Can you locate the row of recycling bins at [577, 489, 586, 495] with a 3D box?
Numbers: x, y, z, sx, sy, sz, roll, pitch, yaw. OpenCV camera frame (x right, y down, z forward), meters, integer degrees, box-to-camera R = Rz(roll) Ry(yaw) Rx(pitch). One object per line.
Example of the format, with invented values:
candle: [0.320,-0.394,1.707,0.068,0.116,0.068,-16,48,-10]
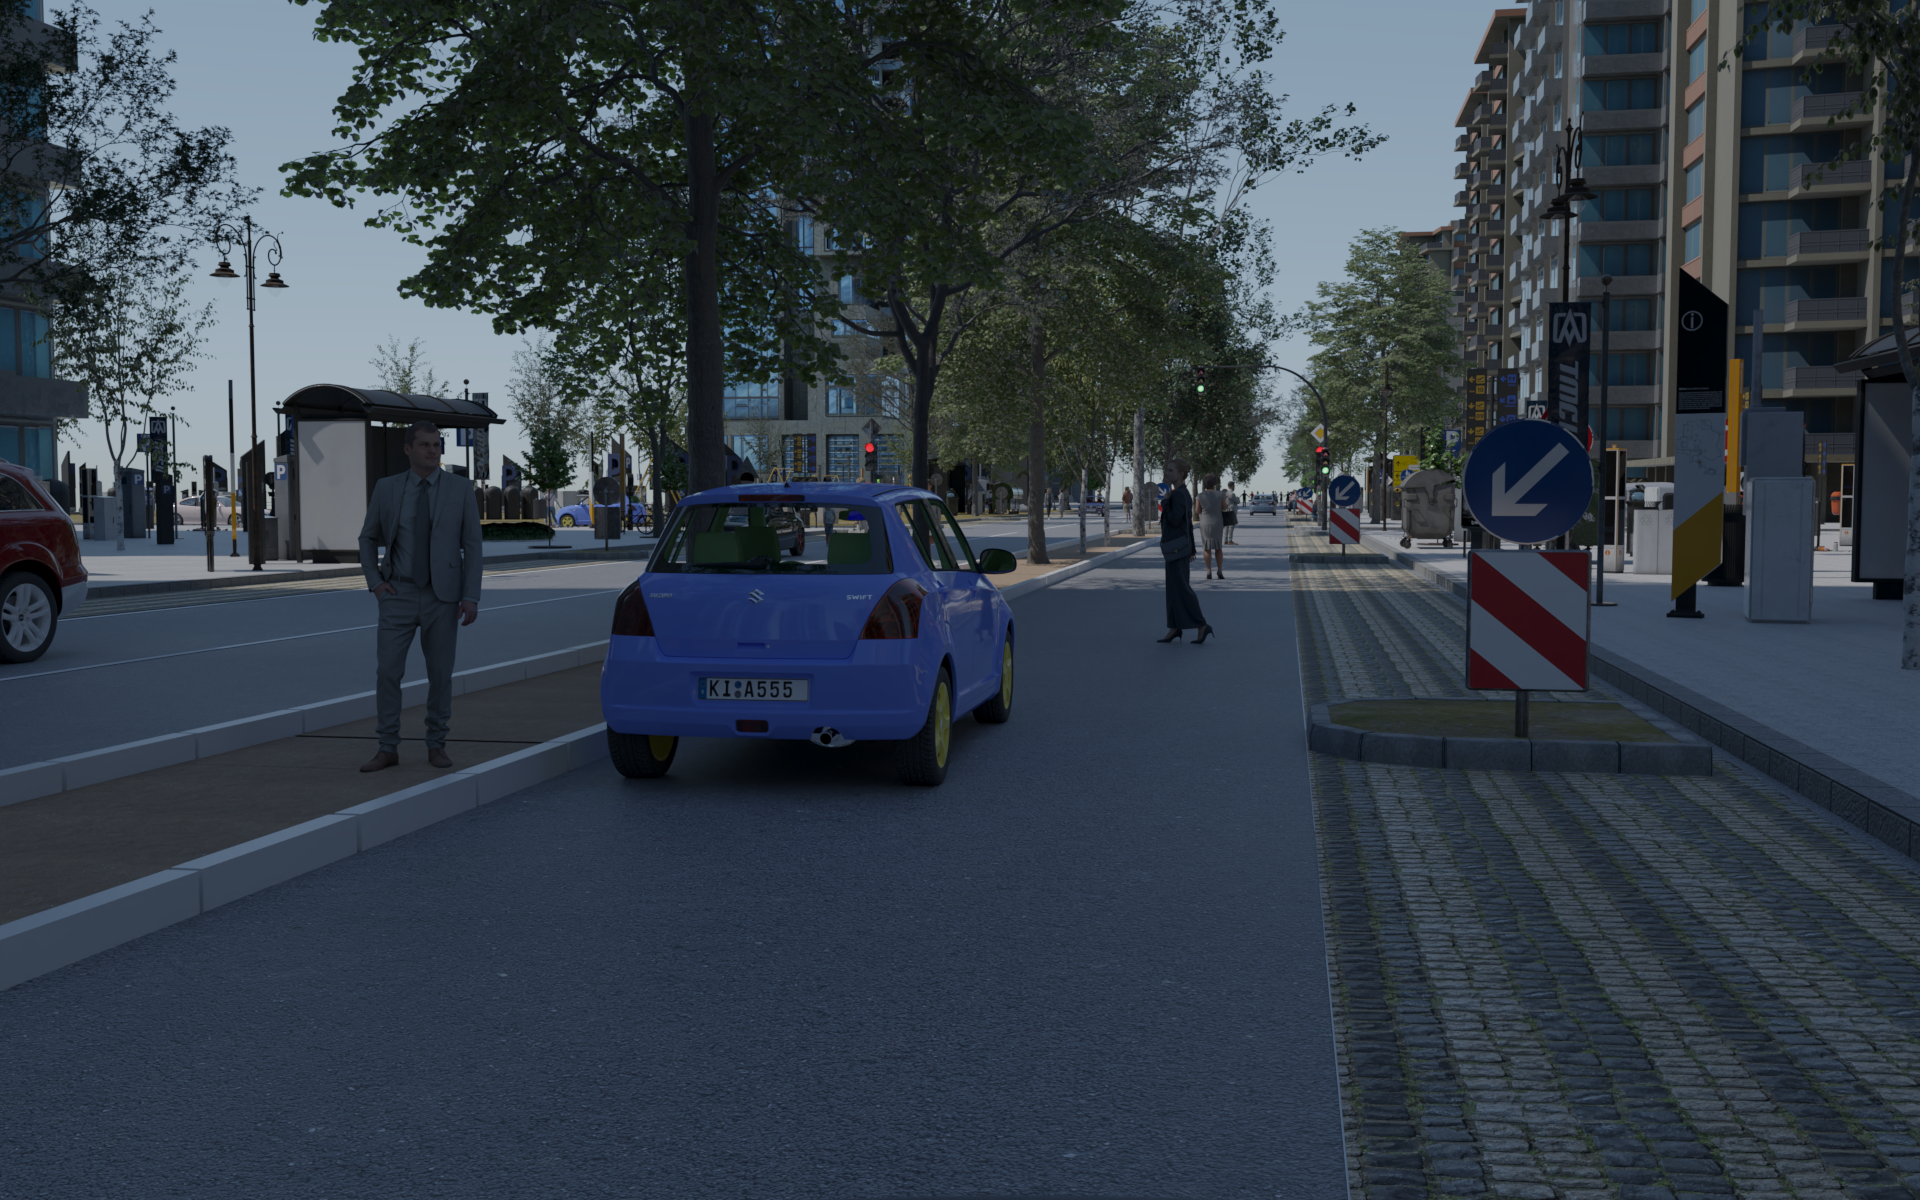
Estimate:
row of recycling bins: [-33.137,-8.865,152.058,1.069,1.692,3.534,-1,4,-19]

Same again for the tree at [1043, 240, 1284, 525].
tree: [9.040,-9.522,75.147,9.611,12.733,9.660,0,3,0]

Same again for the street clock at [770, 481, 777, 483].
street clock: [-10.223,-5.524,94.881,0.471,2.002,0.358,0,4,-2]

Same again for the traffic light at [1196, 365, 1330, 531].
traffic light: [10.725,-5.286,61.098,4.771,5.953,1.251,1,4,11]

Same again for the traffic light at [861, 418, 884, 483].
traffic light: [-3.241,-4.581,63.817,0.839,4.253,0.868,1,4,11]

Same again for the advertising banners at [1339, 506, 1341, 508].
advertising banners: [23.436,-6.751,106.560,0.090,3.025,2.074,1,4,17]

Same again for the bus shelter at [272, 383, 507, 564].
bus shelter: [-11.149,-2.478,34.443,2.014,3.302,5.546,1,4,10]

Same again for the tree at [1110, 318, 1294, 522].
tree: [12.192,-9.883,89.798,9.928,11.665,9.643,0,3,0]

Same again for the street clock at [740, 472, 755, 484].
street clock: [-7.011,-3.215,57.129,0.471,2.002,0.358,0,4,-4]

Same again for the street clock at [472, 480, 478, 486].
street clock: [-24.894,-5.149,88.760,0.358,2.002,0.471,0,4,5]

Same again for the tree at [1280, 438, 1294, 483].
tree: [57.336,-22.707,289.393,7.486,12.596,7.792,0,3,0]

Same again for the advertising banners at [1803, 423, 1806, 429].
advertising banners: [19.658,-2.836,42.552,2.074,3.025,0.090,0,4,8]

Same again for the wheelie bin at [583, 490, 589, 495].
wheelie bin: [-31.167,-8.393,145.134,0.980,1.594,0.693,-2,4,-23]

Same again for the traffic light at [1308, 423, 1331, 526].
traffic light: [14.261,-4.880,68.706,0.839,4.253,0.868,1,4,11]

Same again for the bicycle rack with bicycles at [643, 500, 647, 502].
bicycle rack with bicycles: [-20.351,-6.145,113.848,2.925,0.926,2.852,-1,4,-13]

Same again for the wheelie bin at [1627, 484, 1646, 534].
wheelie bin: [21.874,-2.927,55.764,0.693,1.594,0.980,0,4,1]

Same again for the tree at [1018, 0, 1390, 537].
tree: [7.024,-12.110,56.351,12.611,20.169,13.585,0,3,0]

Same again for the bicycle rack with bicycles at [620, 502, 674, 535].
bicycle rack with bicycles: [-9.508,-2.580,55.567,2.925,0.926,2.852,1,4,14]

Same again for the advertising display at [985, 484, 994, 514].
advertising display: [2.027,-6.603,113.167,0.974,1.923,0.123,0,4,1]

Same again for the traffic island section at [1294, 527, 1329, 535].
traffic island section: [12.835,-2.366,60.963,2.009,0.180,2.903,1,4,11]

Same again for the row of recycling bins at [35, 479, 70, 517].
row of recycling bins: [-24.534,-2.335,45.295,1.069,1.692,3.534,0,4,2]

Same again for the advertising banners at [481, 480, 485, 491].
advertising banners: [-41.897,-9.440,150.527,0.090,3.025,2.074,2,4,30]

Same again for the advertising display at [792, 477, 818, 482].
advertising display: [-5.833,-3.667,65.174,0.974,1.923,0.123,0,4,-7]

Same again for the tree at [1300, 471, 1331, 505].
tree: [54.304,-17.454,269.078,4.285,4.588,4.351,0,3,0]

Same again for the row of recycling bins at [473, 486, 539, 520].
row of recycling bins: [-22.937,-4.886,86.994,3.534,1.692,1.069,-2,4,-26]

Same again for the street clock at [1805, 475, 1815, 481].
street clock: [33.017,-3.846,67.460,0.471,2.002,0.358,-1,4,-16]

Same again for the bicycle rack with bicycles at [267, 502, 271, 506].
bicycle rack with bicycles: [-58.517,-7.989,143.998,2.925,0.926,2.852,3,5,41]

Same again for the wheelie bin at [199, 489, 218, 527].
wheelie bin: [-29.148,-3.627,67.205,0.693,1.594,0.980,-2,4,-26]

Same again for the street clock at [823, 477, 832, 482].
street clock: [-5.558,-4.162,72.617,0.358,2.002,0.471,-2,4,-24]

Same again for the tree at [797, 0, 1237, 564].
tree: [1.604,-6.976,34.646,7.486,12.596,7.792,0,3,0]

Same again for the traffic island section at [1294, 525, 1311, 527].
traffic island section: [14.298,-2.846,68.813,2.009,0.180,2.903,1,4,11]

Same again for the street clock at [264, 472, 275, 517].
street clock: [-22.221,-3.148,56.045,0.358,2.002,0.471,2,4,34]

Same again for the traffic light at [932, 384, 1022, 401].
traffic light: [0.294,-5.911,71.319,4.771,5.953,1.251,1,4,11]

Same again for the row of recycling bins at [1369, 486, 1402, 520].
row of recycling bins: [22.546,-5.177,91.758,1.069,1.692,3.534,0,4,-1]

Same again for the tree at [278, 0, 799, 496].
tree: [-2.196,-5.745,14.516,7.486,12.596,7.792,0,3,0]

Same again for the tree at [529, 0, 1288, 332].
tree: [-0.571,-6.862,25.023,12.009,13.543,11.850,0,3,0]

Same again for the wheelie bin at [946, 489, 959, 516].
wheelie bin: [-0.467,-5.687,100.890,0.693,1.594,0.980,-1,4,-11]

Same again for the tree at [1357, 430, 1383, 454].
tree: [32.086,-14.808,152.480,12.009,13.543,11.850,0,3,0]

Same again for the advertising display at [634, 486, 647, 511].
advertising display: [-24.398,-7.768,132.223,0.974,1.923,0.123,1,4,14]

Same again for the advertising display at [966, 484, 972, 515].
advertising display: [0.571,-6.254,107.460,0.123,1.923,0.974,1,4,18]

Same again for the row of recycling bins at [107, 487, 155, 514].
row of recycling bins: [-50.187,-5.972,104.757,1.069,1.692,3.534,1,4,13]

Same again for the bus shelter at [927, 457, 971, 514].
bus shelter: [-0.673,-7.258,109.949,1.731,3.624,6.357,1,4,10]

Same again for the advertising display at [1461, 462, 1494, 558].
advertising display: [10.363,-1.795,34.570,0.123,1.923,0.974,-1,4,-22]

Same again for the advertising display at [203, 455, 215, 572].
advertising display: [-12.501,-1.444,28.829,0.123,1.923,0.974,-2,4,-25]

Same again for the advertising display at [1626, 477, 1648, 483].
advertising display: [26.033,-3.771,66.877,0.974,1.923,0.123,2,4,25]

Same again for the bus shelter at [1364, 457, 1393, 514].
bus shelter: [28.584,-7.778,118.460,1.731,3.624,6.357,1,4,11]

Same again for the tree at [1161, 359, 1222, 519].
tree: [10.641,-7.911,82.168,4.360,8.622,3.978,0,3,0]

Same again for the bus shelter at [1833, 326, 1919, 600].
bus shelter: [11.200,-1.499,18.437,2.014,3.302,5.546,1,4,10]

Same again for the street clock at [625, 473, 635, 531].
street clock: [-11.614,-3.447,60.927,0.358,2.002,0.471,-1,4,-21]

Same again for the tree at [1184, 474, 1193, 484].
tree: [39.384,-22.474,301.858,7.601,10.594,8.767,0,4,-8]

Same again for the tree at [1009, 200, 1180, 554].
tree: [2.904,-5.383,40.830,4.737,8.622,4.395,0,3,0]

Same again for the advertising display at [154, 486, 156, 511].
advertising display: [-62.258,-7.855,133.634,0.123,1.923,0.974,0,4,8]
